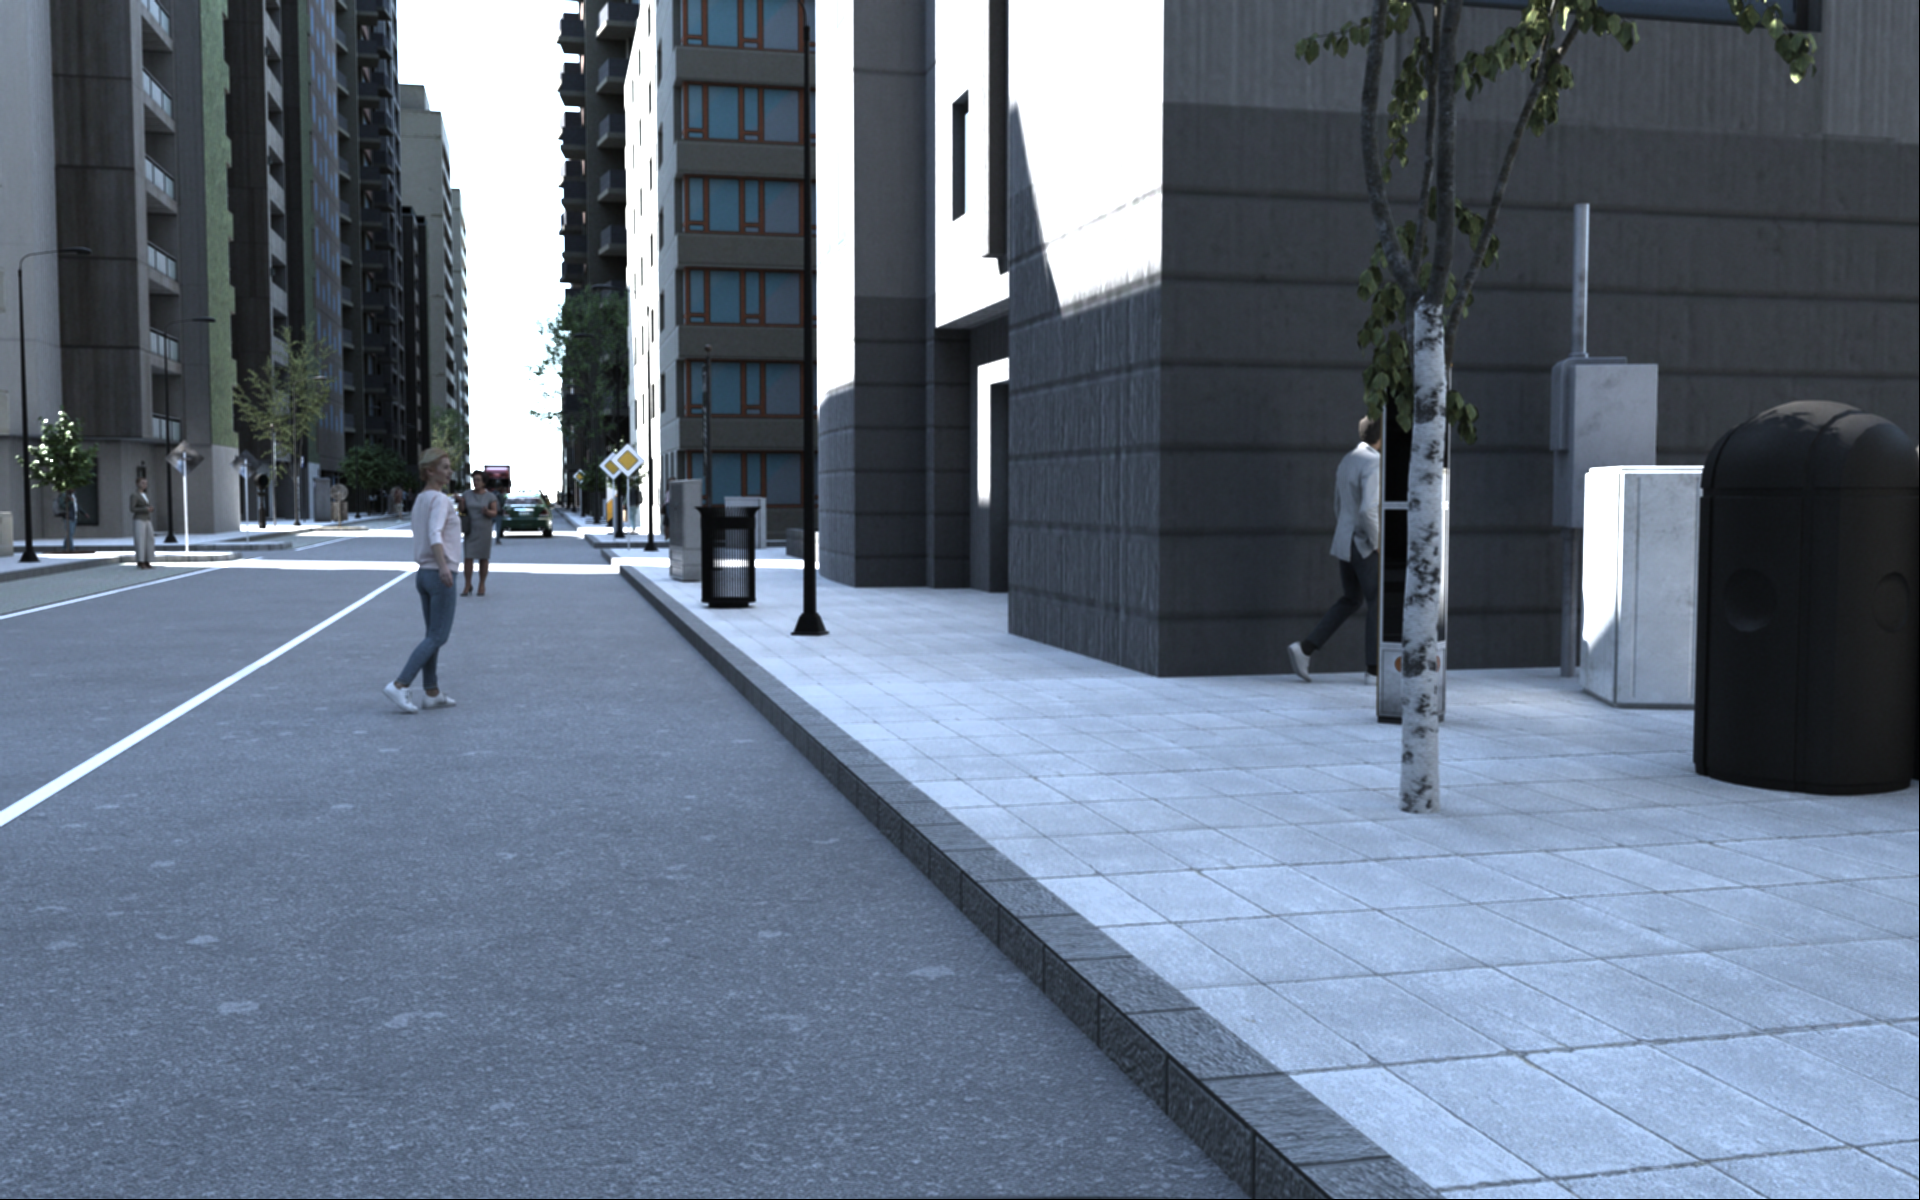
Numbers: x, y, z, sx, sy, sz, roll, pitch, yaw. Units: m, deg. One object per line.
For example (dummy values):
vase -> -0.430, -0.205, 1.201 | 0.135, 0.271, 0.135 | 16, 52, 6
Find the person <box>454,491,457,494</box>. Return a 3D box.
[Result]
person -> -58.599, -11.918, 201.624 | 0.721, 1.736, 1.217 | 0, 4, 4

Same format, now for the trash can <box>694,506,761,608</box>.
trash can -> -2.627, -0.488, 19.631 | 0.748, 1.137, 0.748 | 0, 3, 0

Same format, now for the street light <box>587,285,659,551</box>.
street light -> -7.485, -4.046, 38.691 | 1.470, 5.913, 1.316 | -1, 4, -14

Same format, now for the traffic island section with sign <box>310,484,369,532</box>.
traffic island section with sign -> -23.777, -3.535, 66.429 | 1.989, 1.847, 2.006 | -1, 4, -14

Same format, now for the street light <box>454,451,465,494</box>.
street light -> -54.828, -13.172, 187.898 | 1.470, 5.913, 1.316 | -1, 4, -14

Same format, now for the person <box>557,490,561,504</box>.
person -> -48.627, -12.478, 210.072 | 0.705, 1.823, 1.348 | 0, 4, -3

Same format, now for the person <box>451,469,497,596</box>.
person -> -6.888, -0.949, 24.367 | 0.716, 1.782, 0.532 | 0, 4, -4

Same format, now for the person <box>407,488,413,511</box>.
person -> -40.993, -7.514, 129.420 | 0.750, 1.759, 0.617 | 2, 4, 33

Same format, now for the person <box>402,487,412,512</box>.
person -> -39.804, -7.209, 123.894 | 0.705, 1.826, 1.348 | 2, 4, 29

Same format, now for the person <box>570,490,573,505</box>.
person -> -45.405, -11.997, 202.929 | 1.217, 1.736, 0.721 | -3, 4, -38

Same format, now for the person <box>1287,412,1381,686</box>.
person -> 2.630, -0.351, 11.632 | 0.795, 1.843, 0.661 | 0, 4, -5

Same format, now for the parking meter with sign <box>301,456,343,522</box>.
parking meter with sign -> -29.280, -5.093, 79.535 | 1.738, 3.016, 0.543 | -3, 4, -36

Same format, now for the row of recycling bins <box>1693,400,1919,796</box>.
row of recycling bins -> 5.141, -0.045, 7.844 | 3.534, 1.692, 1.069 | 0, 4, -6

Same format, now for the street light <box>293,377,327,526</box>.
street light -> -25.758, -5.877, 68.625 | 1.470, 5.913, 1.316 | -1, 4, -14

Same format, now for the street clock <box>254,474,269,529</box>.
street clock -> -25.580, -3.601, 63.451 | 0.358, 2.002, 0.471 | 2, 4, 26

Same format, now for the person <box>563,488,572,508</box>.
person -> -36.248, -9.455, 160.262 | 1.348, 1.869, 0.705 | 3, 4, 38

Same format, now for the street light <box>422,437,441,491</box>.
street light -> -43.444, -10.352, 141.788 | 1.470, 5.913, 1.316 | -1, 4, -14

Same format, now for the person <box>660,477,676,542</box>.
person -> -7.764, -2.461, 46.877 | 0.643, 1.750, 0.593 | -3, 5, -43

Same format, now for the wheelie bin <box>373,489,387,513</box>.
wheelie bin -> -38.308, -6.520, 114.516 | 0.693, 1.594, 0.980 | 1, 4, 11

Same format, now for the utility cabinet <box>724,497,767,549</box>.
utility cabinet -> -5.025, -1.802, 40.623 | 1.020, 1.237, 0.306 | 2, 4, 30

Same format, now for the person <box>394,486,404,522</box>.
person -> -28.769, -4.909, 88.741 | 0.573, 1.828, 0.580 | -3, 5, -43

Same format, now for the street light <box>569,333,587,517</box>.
street light -> -10.482, -4.758, 50.342 | 1.470, 5.913, 1.316 | -1, 4, -14

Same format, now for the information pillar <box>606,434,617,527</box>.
information pillar -> -13.556, -4.657, 67.493 | 0.504, 3.616, 0.183 | 0, 4, 8

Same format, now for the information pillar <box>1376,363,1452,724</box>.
information pillar -> 2.540, -0.318, 9.693 | 0.304, 2.012, 0.304 | 2, 4, 34

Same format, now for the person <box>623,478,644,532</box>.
person -> -10.910, -3.142, 57.396 | 0.794, 1.824, 0.713 | -3, 4, -37

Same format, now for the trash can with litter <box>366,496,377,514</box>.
trash can with litter -> -38.373, -6.218, 113.047 | 0.624, 1.170, 1.055 | -3, 5, -41

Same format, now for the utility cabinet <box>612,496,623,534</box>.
utility cabinet -> -10.497, -2.565, 53.107 | 0.306, 1.237, 1.020 | -1, 4, -13

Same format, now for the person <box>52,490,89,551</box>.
person -> -21.015, -1.961, 40.907 | 0.721, 1.781, 0.623 | -1, 4, -13

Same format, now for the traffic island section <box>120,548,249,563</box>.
traffic island section -> -16.692, -0.920, 37.317 | 2.009, 0.180, 2.903 | -1, 4, -14

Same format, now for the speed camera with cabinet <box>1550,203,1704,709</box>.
speed camera with cabinet -> 4.329, -1.032, 11.211 | 0.660, 3.252, 2.038 | 0, 4, 8

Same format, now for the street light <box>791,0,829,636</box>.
street light -> -1.900, -2.631, 15.550 | 1.470, 5.913, 1.316 | -1, 4, -14

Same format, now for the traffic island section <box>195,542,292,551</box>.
traffic island section -> -18.576, -1.394, 45.077 | 2.009, 0.180, 2.903 | -1, 4, -14

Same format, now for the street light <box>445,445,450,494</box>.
street light -> -49.136, -11.745, 164.568 | 1.470, 5.913, 1.316 | -1, 4, -14

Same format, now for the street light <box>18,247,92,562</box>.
street light -> -17.053, -3.677, 32.663 | 1.470, 5.913, 1.316 | -1, 4, -14

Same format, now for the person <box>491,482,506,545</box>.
person -> -13.149, -2.460, 49.073 | 0.623, 1.781, 0.721 | 1, 4, 11

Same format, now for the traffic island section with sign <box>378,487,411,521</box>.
traffic island section with sign -> -30.367, -5.193, 93.530 | 1.989, 1.847, 2.006 | -1, 4, -14

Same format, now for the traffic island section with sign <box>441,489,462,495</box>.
traffic island section with sign -> -42.015, -8.128, 141.523 | 1.989, 1.847, 2.006 | -1, 4, -14

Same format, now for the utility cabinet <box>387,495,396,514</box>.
utility cabinet -> -36.306, -6.094, 110.797 | 0.306, 1.237, 1.020 | 0, 4, 3

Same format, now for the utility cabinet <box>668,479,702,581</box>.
utility cabinet -> -4.098, -1.046, 25.783 | 0.318, 1.500, 1.173 | -1, 4, -19

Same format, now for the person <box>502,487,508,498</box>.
person -> -21.890, -4.544, 83.335 | 0.519, 1.759, 0.362 | -3, 4, -39

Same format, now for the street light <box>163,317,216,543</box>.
street light -> -20.249, -4.464, 45.534 | 1.470, 5.913, 1.316 | -1, 4, -14

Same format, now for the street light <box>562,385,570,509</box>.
street light -> -16.079, -6.201, 73.922 | 1.470, 5.913, 1.316 | -1, 4, -14

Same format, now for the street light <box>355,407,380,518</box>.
street light -> -31.475, -7.306, 91.989 | 1.470, 5.913, 1.316 | -1, 4, -14

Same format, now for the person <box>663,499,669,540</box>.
person -> -8.084, -2.286, 48.087 | 0.373, 1.253, 0.362 | -3, 4, -36

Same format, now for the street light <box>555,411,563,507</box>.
street light -> -21.700, -7.607, 96.912 | 1.470, 5.913, 1.316 | -1, 4, -14

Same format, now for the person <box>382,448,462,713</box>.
person -> -3.541, -0.139, 11.449 | 0.731, 1.740, 0.598 | 3, 5, 43

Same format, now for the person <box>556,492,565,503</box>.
person -> -50.814, -13.141, 220.877 | 1.348, 1.826, 0.705 | -1, 4, -19

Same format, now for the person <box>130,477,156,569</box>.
person -> -15.496, -1.458, 32.887 | 0.362, 1.759, 0.519 | 0, 4, 7
